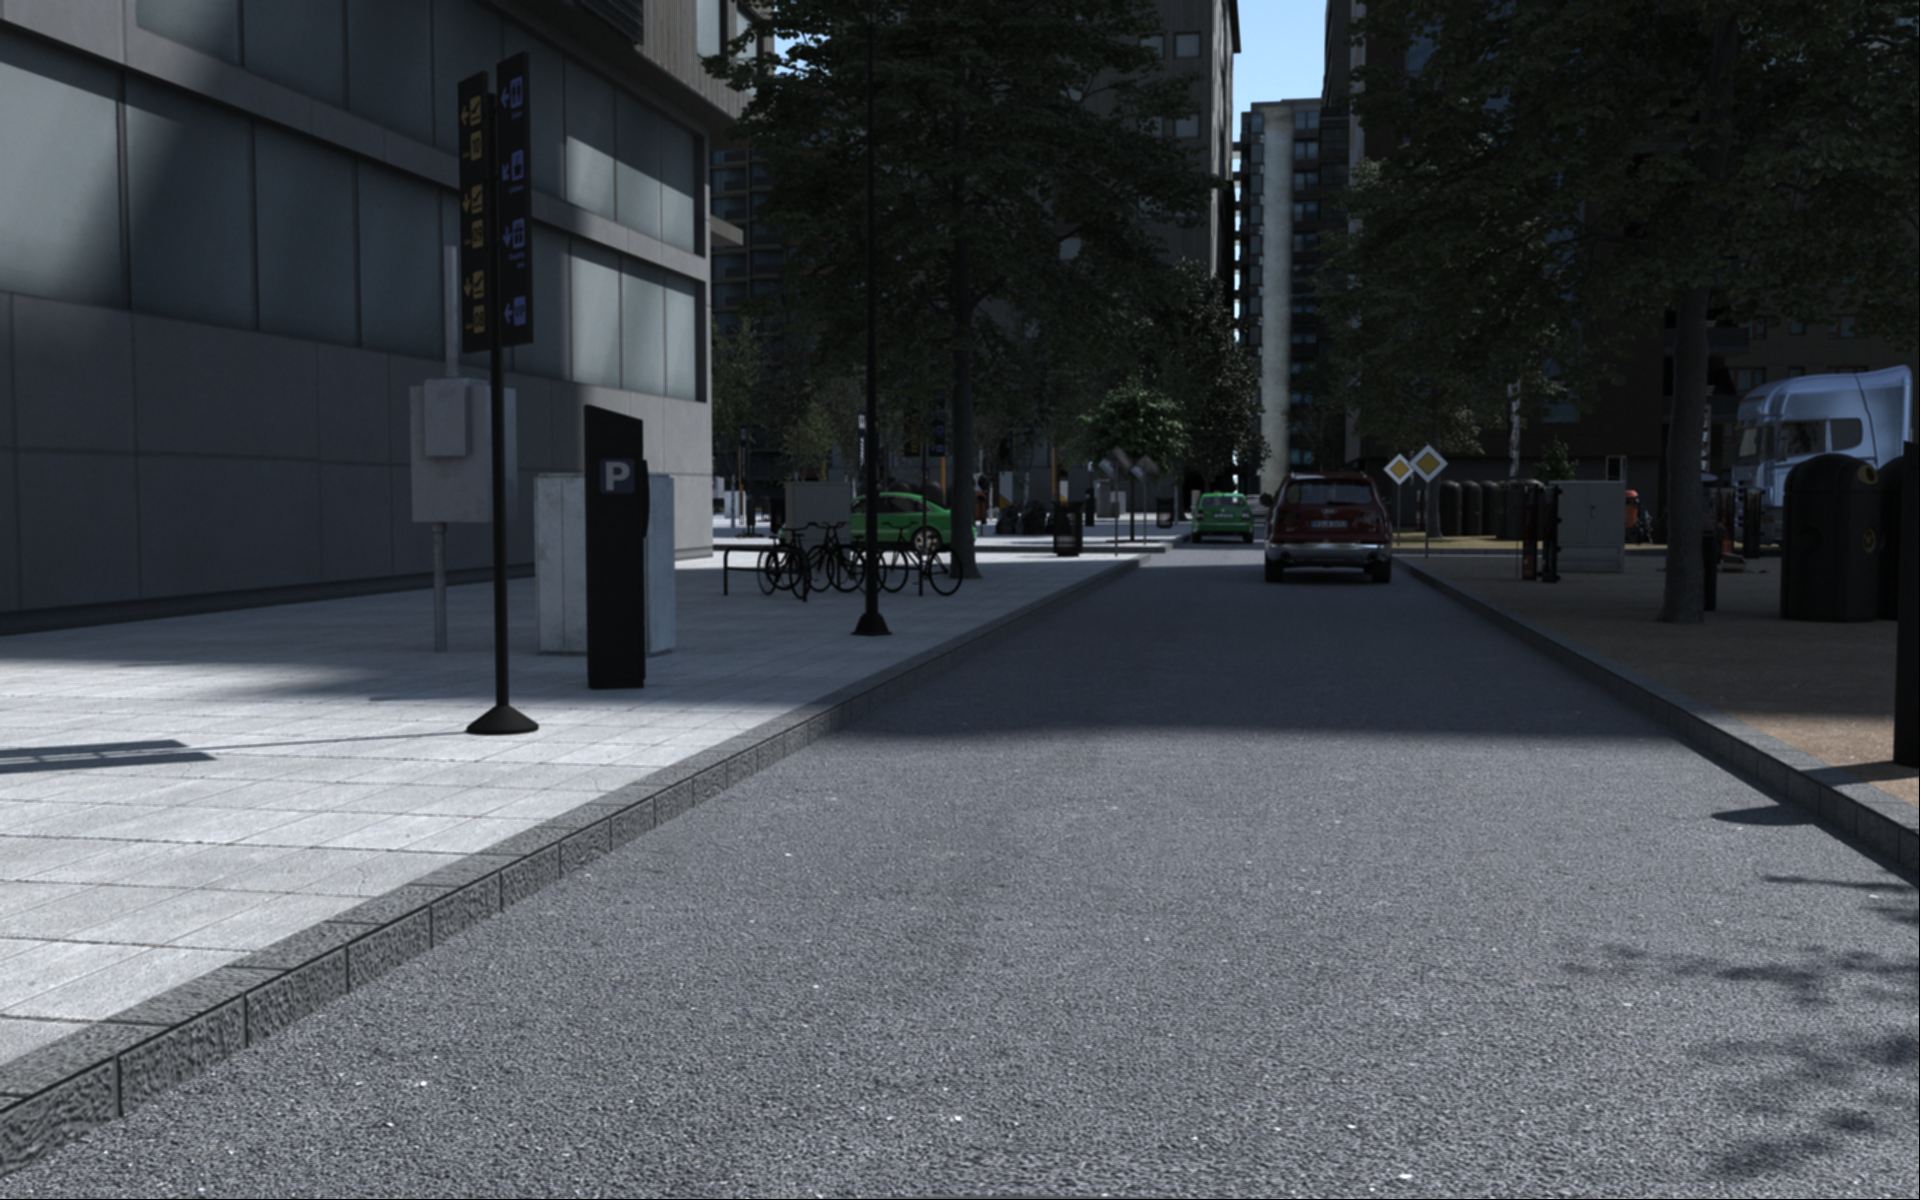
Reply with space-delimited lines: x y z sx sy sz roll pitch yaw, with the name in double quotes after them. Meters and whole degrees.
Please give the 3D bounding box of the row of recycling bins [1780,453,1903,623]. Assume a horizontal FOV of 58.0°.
10.185 -0.647 17.698 3.534 1.692 1.069 0 4 -2 "row of recycling bins"

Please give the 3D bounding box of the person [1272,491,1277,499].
32.038 -10.178 175.645 0.721 1.736 1.217 -1 4 -22 "person"

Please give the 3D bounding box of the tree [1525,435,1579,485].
19.196 -3.768 56.202 1.663 3.219 1.824 0 3 0 "tree"

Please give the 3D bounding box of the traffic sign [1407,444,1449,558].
9.317 -1.889 34.534 0.795 2.450 0.064 1 4 10 "traffic sign"

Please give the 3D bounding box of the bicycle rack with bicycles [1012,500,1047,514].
3.871 -6.007 111.599 2.852 0.926 2.925 -2 4 -29 "bicycle rack with bicycles"

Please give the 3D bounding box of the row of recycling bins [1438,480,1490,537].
15.892 -2.828 53.345 3.534 1.692 1.069 -3 4 -37 "row of recycling bins"

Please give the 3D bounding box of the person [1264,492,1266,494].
29.875 -9.748 169.348 0.415 1.643 0.593 -3 5 -44 "person"

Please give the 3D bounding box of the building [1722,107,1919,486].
38.271 -15.549 99.267 27.650 21.520 28.899 1 4 10 "building"

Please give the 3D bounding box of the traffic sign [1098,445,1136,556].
3.226 -1.958 35.657 0.795 2.450 0.064 1 4 10 "traffic sign"

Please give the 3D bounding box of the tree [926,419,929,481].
-3.085 -8.783 93.963 4.360 8.622 3.978 0 3 0 "tree"

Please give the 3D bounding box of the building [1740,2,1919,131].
82.613 -33.685 170.356 30.456 49.044 23.786 1 4 10 "building"

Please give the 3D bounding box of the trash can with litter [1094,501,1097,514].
8.260 -5.702 104.609 1.055 1.170 0.624 1 4 11 "trash can with litter"

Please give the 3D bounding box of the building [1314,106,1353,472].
34.132 -22.002 131.432 14.160 30.474 14.107 1 4 10 "building"

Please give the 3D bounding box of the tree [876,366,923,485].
-4.579 -7.473 72.548 4.360 8.622 3.978 0 3 0 "tree"

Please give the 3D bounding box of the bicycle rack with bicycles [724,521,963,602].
-1.731 -0.529 22.037 2.852 0.926 2.925 -3 4 -39 "bicycle rack with bicycles"

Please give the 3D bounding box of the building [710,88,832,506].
-12.307 -32.669 188.754 28.867 44.769 22.147 1 4 10 "building"

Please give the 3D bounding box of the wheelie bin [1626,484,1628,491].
19.507 -2.664 51.459 0.980 1.594 0.693 3 5 43 "wheelie bin"

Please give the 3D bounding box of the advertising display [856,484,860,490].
-6.463 -6.784 116.125 0.974 1.923 0.123 0 4 8 "advertising display"

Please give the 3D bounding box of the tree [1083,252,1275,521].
10.314 -10.122 82.496 9.611 12.733 9.660 0 3 0 "tree"

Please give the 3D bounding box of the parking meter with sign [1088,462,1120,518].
7.616 -5.824 91.482 1.738 3.016 0.543 -2 4 -29 "parking meter with sign"

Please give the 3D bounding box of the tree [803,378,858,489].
-8.783 -8.975 97.097 4.737 8.622 4.395 0 3 0 "tree"

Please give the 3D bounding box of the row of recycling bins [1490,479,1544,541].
15.891 -2.558 48.944 1.069 1.692 3.534 1 4 8 "row of recycling bins"

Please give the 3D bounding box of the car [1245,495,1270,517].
16.918 -5.273 98.578 2.083 1.381 4.827 1 4 12 "car"

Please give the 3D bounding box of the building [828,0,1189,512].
6.324 -33.269 133.188 28.713 52.752 27.495 1 4 10 "building"

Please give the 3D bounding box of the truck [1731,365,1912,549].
25.591 -2.848 36.318 18.799 4.110 2.967 1 4 9 "truck"

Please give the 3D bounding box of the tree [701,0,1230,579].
0.064 -6.573 25.596 7.486 12.596 7.792 0 3 0 "tree"

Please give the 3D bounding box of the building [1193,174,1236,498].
17.154 -23.390 154.121 14.160 30.474 14.107 1 4 10 "building"

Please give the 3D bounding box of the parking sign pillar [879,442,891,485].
-4.262 -6.249 90.642 1.447 3.967 1.447 1 4 23 "parking sign pillar"

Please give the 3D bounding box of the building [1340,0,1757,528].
23.459 -25.757 71.245 14.600 45.320 14.200 1 4 10 "building"

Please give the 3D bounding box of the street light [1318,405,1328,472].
19.190 -7.160 89.611 1.470 5.913 1.316 1 4 10 "street light"

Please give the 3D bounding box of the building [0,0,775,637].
-19.067 -26.656 25.060 27.495 52.752 28.713 1 4 10 "building"

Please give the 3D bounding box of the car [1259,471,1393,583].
6.266 -1.284 29.659 2.281 1.827 5.304 1 4 11 "car"

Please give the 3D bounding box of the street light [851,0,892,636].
-0.274 -2.630 15.535 1.470 5.913 1.316 1 4 10 "street light"

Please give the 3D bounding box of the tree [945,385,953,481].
1.425 -8.249 85.232 4.360 8.622 3.978 0 3 0 "tree"

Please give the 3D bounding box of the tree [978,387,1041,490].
3.230 -10.228 117.595 4.737 8.622 4.395 0 3 0 "tree"

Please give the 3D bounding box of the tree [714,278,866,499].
-5.777 -6.598 58.237 4.360 8.622 3.978 0 3 0 "tree"

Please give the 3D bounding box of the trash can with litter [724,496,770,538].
-6.370 -2.441 50.969 1.678 1.210 2.233 1 4 9 "trash can with litter"

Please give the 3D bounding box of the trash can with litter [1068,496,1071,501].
7.060 -6.601 119.306 1.055 1.170 0.624 -2 4 -33 "trash can with litter"

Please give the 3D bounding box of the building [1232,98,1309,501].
47.796 -36.008 208.336 30.456 49.044 23.786 1 4 10 "building"

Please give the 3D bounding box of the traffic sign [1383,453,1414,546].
10.745 -2.370 42.391 0.795 2.450 0.064 1 4 10 "traffic sign"

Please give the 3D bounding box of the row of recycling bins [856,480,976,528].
-1.289 -2.686 51.033 3.534 1.692 1.069 -1 4 -9 "row of recycling bins"

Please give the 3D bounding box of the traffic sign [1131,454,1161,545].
4.653 -2.439 43.514 0.795 2.450 0.064 1 4 10 "traffic sign"

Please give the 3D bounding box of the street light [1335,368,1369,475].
14.374 -5.556 63.382 1.470 5.913 1.316 1 4 10 "street light"

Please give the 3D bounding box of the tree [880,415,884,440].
-7.011 -9.880 111.902 4.737 8.622 4.395 0 3 0 "tree"

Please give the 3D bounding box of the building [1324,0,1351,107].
42.027 -32.040 147.563 21.300 48.544 21.600 1 4 10 "building"

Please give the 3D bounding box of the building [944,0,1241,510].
14.808 -36.139 180.118 27.495 52.752 28.713 1 4 10 "building"

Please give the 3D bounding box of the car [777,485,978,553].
-1.956 -1.957 40.788 4.718 1.807 1.959 1 4 10 "car"

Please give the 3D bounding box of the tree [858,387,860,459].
-8.427 -9.316 102.673 4.737 8.622 4.395 0 3 0 "tree"

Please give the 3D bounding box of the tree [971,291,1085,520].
2.232 -6.620 58.605 4.360 8.622 3.978 0 3 0 "tree"

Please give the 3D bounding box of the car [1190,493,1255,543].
7.847 -2.627 51.746 1.959 1.807 4.718 1 4 8 "car"

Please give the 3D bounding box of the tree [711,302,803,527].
-8.760 -7.114 66.679 4.737 8.622 4.395 0 3 0 "tree"

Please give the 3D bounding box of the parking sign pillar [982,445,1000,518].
1.636 -6.317 91.761 1.447 3.967 1.447 -2 4 -33 "parking sign pillar"
